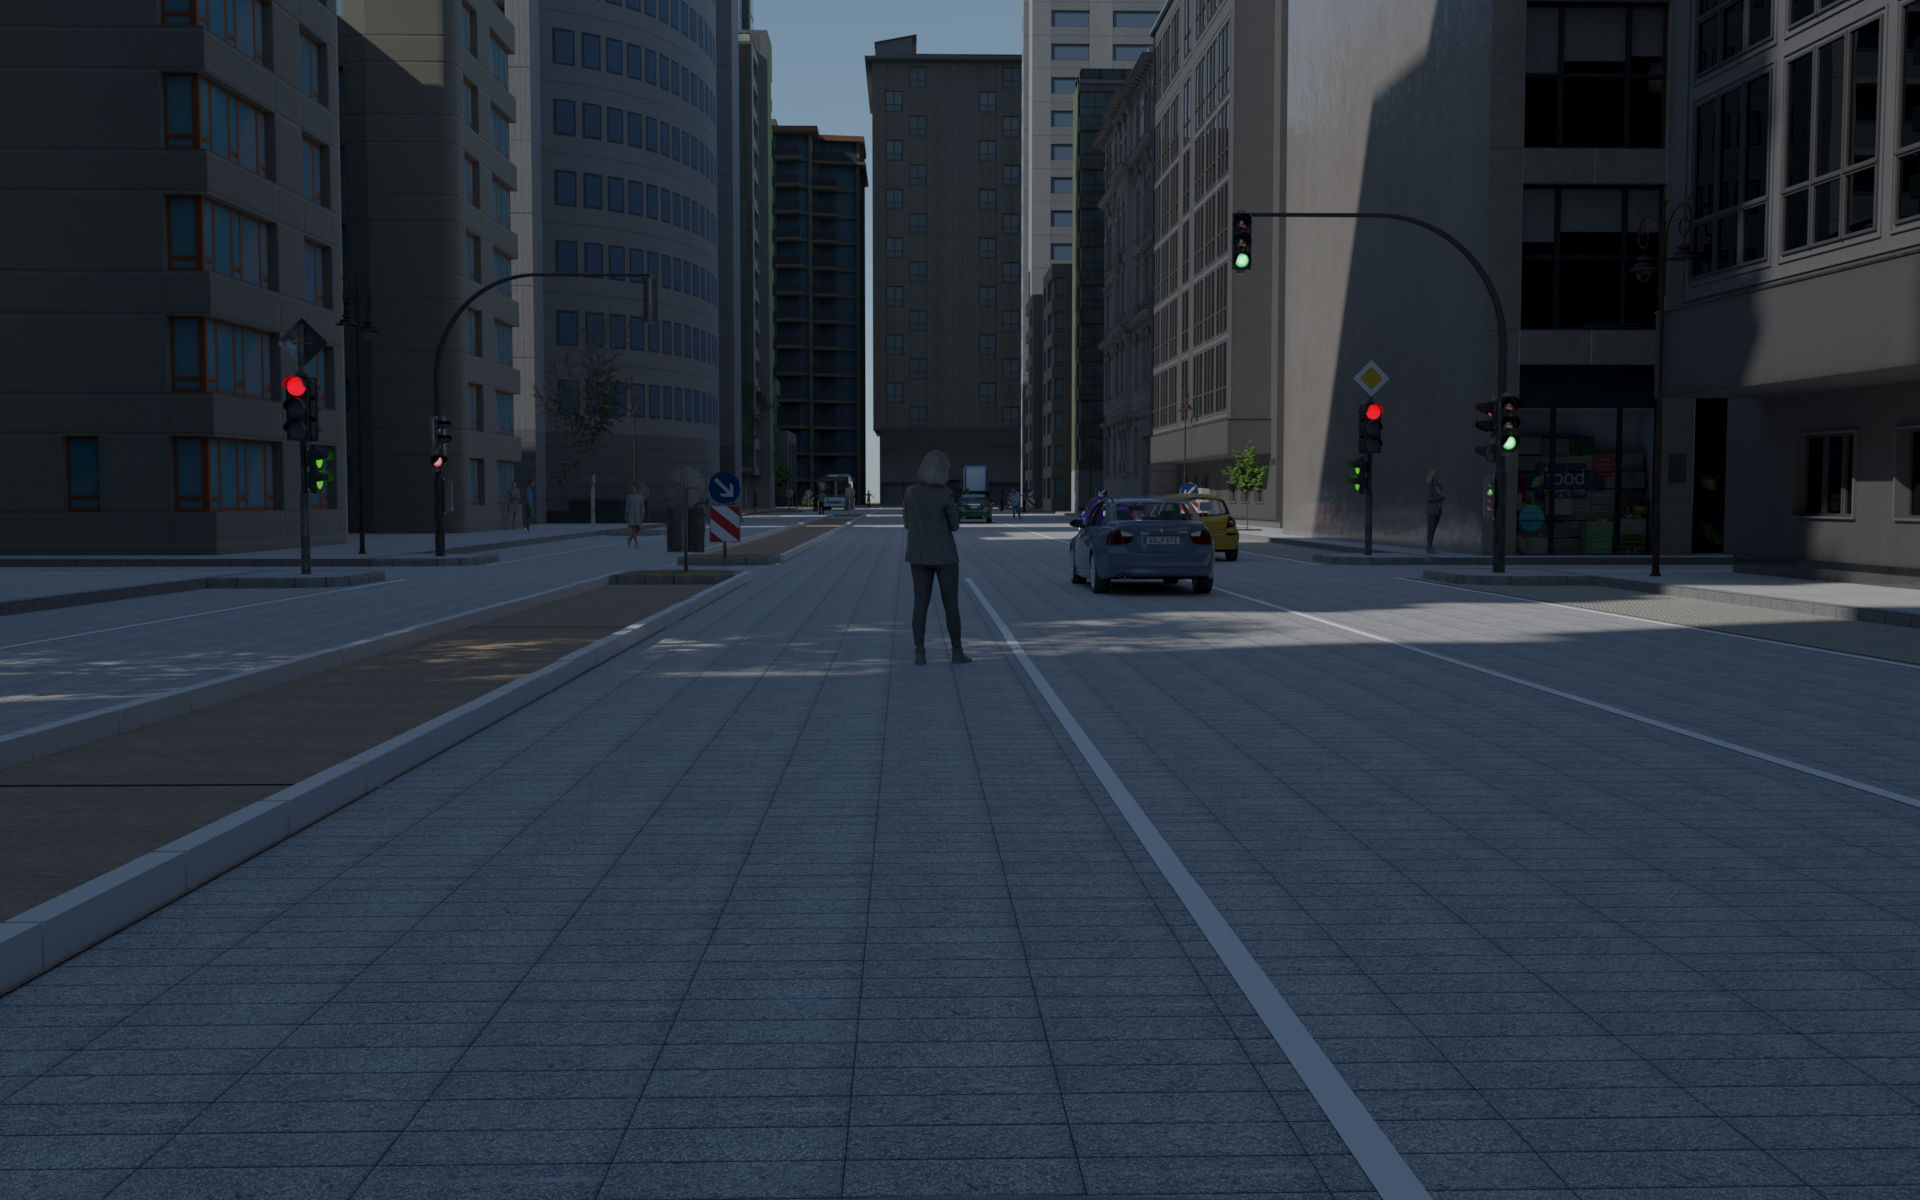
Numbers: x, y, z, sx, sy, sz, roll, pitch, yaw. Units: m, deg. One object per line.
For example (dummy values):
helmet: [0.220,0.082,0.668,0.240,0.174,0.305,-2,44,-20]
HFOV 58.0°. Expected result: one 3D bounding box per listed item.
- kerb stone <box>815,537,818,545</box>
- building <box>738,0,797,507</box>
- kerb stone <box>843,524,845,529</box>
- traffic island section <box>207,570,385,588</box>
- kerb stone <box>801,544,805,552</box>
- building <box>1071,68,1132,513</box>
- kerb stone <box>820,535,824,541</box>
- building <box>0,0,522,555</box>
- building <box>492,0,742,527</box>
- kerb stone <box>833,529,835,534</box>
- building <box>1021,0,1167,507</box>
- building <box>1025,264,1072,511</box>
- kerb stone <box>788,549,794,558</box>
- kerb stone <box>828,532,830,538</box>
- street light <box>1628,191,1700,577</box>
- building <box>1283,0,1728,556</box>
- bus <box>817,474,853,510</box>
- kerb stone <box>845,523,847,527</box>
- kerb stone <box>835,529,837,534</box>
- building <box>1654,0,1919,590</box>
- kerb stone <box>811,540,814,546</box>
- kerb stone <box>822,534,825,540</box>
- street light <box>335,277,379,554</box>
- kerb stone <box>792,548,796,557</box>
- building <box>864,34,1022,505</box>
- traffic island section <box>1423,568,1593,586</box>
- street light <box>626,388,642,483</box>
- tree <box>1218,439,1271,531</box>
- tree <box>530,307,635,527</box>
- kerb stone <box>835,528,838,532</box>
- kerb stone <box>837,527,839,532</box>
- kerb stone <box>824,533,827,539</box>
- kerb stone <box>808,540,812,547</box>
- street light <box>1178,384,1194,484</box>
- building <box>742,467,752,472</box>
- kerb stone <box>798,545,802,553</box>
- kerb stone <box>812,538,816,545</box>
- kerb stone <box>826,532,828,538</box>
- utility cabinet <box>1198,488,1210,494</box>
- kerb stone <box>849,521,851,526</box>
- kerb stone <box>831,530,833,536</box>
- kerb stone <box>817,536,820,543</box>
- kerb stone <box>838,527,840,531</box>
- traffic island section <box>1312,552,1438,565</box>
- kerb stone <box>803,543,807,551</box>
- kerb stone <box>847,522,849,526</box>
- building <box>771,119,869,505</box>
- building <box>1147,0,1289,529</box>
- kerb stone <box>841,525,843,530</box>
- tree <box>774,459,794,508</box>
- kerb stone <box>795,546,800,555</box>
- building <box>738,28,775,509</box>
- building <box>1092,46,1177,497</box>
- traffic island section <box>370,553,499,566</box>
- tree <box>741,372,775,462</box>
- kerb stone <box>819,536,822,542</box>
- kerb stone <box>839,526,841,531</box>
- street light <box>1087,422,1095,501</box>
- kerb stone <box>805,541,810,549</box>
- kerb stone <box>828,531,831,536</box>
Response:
kerb stone: [-4.116,-1.597,48.308,0.120,0.150,1.000,0,4,-2]
building: [-32.924,-52.695,174.229,31.000,86.520,22.319,0,4,-2]
kerb stone: [-4.744,-2.849,68.813,0.120,0.150,1.000,0,4,-2]
traffic island section: [-10.504,-0.336,27.777,2.009,0.180,2.903,0,4,-2]
kerb stone: [-3.932,-1.219,42.133,0.120,0.150,1.000,0,4,-2]
building: [14.683,-21.395,121.515,14.160,30.474,14.107,0,4,-2]
kerb stone: [-4.201,-1.785,51.376,0.120,0.150,1.000,0,4,-2]
building: [-29.832,-12.514,49.641,27.650,21.520,28.899,0,4,-2]
building: [-22.801,-33.225,85.229,21.231,58.520,28.212,0,4,-2]
kerb stone: [-4.458,-2.288,59.597,0.120,0.150,1.000,0,4,-2]
building: [16.636,-38.579,172.768,21.231,58.520,28.212,0,4,-2]
building: [20.272,-18.341,144.909,27.650,21.520,28.899,0,4,-2]
kerb stone: [-3.801,-0.967,38.037,0.120,0.150,1.000,0,4,-2]
kerb stone: [-4.335,-2.034,55.478,0.120,0.150,1.000,0,4,-2]
street light: [10.847,-3.306,26.834,0.468,5.910,1.993,0,4,-2]
building: [27.553,-14.725,45.270,34.151,26.468,19.350,0,4,-2]
bus: [-11.126,-9.863,156.123,2.948,3.499,13.247,0,4,-2]
kerb stone: [-4.799,-2.977,70.863,0.120,0.150,1.000,0,4,-2]
kerb stone: [-4.489,-2.347,60.622,0.120,0.150,1.000,0,4,-2]
building: [18.358,-13.601,15.876,14.314,27.812,24.014,0,4,-2]
kerb stone: [-4.058,-1.470,46.251,0.120,0.150,1.000,0,4,-2]
kerb stone: [-4.236,-1.848,52.410,0.120,0.150,1.000,0,4,-2]
street light: [-12.828,-3.927,37.002,0.468,5.910,1.993,0,4,-2]
kerb stone: [-3.838,-1.031,39.058,0.120,0.150,1.000,0,4,-2]
building: [2.712,-37.861,208.273,27.495,52.752,28.713,0,4,-2]
traffic island section: [8.829,-0.372,28.358,2.009,0.180,2.903,0,4,-2]
street light: [-13.889,-6.189,73.971,0.468,5.910,1.993,0,4,-2]
tree: [10.192,-4.050,60.816,1.663,3.219,1.824,0,3,0]
tree: [-14.530,-7.190,67.916,4.360,8.622,3.978,0,3,0]
kerb stone: [-4.525,-2.412,61.643,0.120,0.150,1.000,0,4,-2]
kerb stone: [-4.548,-2.463,62.666,0.120,0.150,1.000,0,4,-2]
kerb stone: [-4.267,-1.911,53.432,0.120,0.150,1.000,0,4,-2]
kerb stone: [-4.017,-1.408,45.224,0.120,0.150,1.000,0,4,-2]
street light: [9.518,-6.145,73.257,0.468,5.910,1.993,0,4,-2]
building: [-27.817,-30.901,124.837,23.786,49.044,30.456,0,4,-2]
kerb stone: [-3.894,-1.155,41.112,0.120,0.150,1.000,0,4,-2]
kerb stone: [-4.082,-1.534,47.272,0.120,0.150,1.000,0,4,-2]
kerb stone: [-4.298,-1.973,54.456,0.120,0.150,1.000,0,4,-2]
utility cabinet: [9.163,-3.464,65.318,0.318,1.500,1.173,0,4,-3]
kerb stone: [-4.960,-3.291,75.999,0.120,0.150,1.000,0,4,-2]
kerb stone: [-4.396,-2.161,57.537,0.120,0.150,1.000,0,4,-2]
kerb stone: [-4.139,-1.651,49.331,0.120,0.150,1.000,0,4,-2]
kerb stone: [-4.591,-2.534,63.694,0.120,0.150,1.000,0,4,-2]
traffic island section: [8.586,-0.860,36.339,2.009,0.180,2.903,0,4,-2]
kerb stone: [-3.961,-1.280,43.165,0.120,0.150,1.000,0,4,-2]
kerb stone: [-4.860,-3.103,72.921,0.120,0.150,1.000,0,4,-2]
building: [-25.372,-33.658,204.926,28.867,44.769,22.147,0,4,-2]
building: [16.851,-17.251,75.554,14.314,27.812,24.014,0,4,-2]
kerb stone: [-4.682,-2.722,66.762,0.120,0.150,1.000,0,4,-2]
tree: [-17.016,-10.759,159.629,4.285,4.588,4.351,0,3,0]
kerb stone: [-3.864,-1.094,40.080,0.120,0.150,1.000,0,4,-2]
building: [-23.519,-28.405,148.013,14.154,41.232,14.086,0,4,-2]
building: [15.656,-19.102,99.707,14.401,28.519,23.554,0,4,-2]
traffic island section: [-10.747,-0.824,35.758,2.009,0.180,2.903,0,4,-2]
tree: [-15.727,-10.508,106.218,8.767,10.594,7.601,-1,4,-14]
kerb stone: [-4.178,-1.721,50.352,0.120,0.150,1.000,0,4,-2]
kerb stone: [-4.605,-2.601,64.716,0.120,0.150,1.000,0,4,-2]
street light: [8.331,-8.438,110.747,0.468,5.910,1.993,0,4,-2]
kerb stone: [-3.987,-1.346,44.202,0.120,0.150,1.000,0,4,-2]
kerb stone: [-4.361,-2.095,56.511,0.120,0.150,1.000,0,4,-2]
